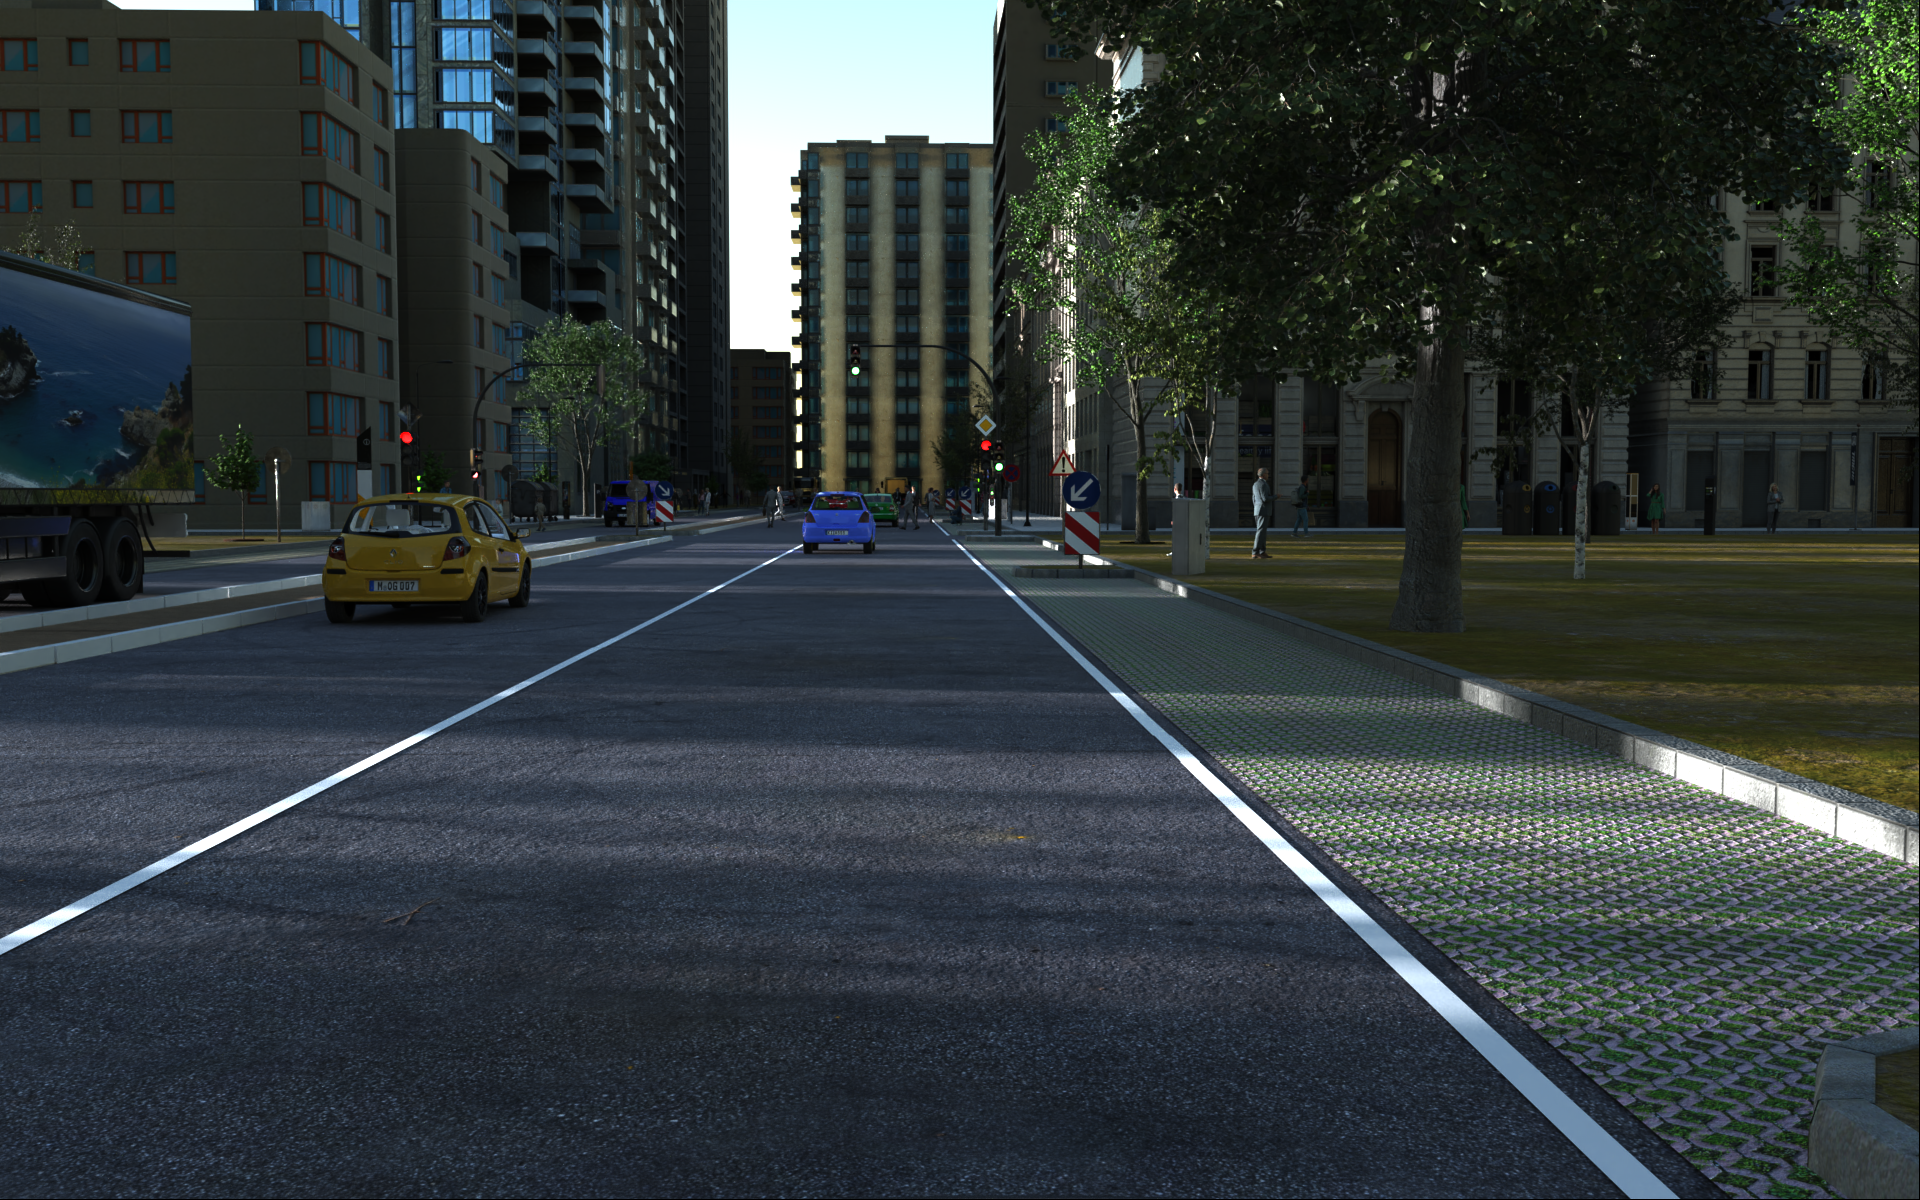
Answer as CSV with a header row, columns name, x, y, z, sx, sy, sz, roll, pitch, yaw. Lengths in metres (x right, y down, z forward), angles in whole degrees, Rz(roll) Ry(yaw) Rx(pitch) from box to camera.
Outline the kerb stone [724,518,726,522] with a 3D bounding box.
name,x,y,z,sx,sy,sz,roll,pitch,yaw
kerb stone,-12.171,-4.046,88.346,0.120,0.150,1.000,0,4,-2

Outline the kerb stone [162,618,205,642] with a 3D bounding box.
name,x,y,z,sx,sy,sz,roll,pitch,yaw
kerb stone,-7.776,0.308,17.171,0.120,0.150,1.000,0,4,-2

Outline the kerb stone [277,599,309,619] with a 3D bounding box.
name,x,y,z,sx,sy,sz,roll,pitch,yaw
kerb stone,-7.874,0.119,20.247,0.120,0.150,1.000,0,4,-2

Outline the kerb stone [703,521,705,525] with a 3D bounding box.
name,x,y,z,sx,sy,sz,roll,pitch,yaw
kerb stone,-11.867,-3.483,79.136,0.120,0.150,1.000,0,4,-2

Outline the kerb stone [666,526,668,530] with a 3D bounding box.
name,x,y,z,sx,sy,sz,roll,pitch,yaw
kerb stone,-11.479,-2.725,66.829,0.120,0.150,1.000,0,4,-2

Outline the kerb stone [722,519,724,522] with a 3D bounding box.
name,x,y,z,sx,sy,sz,roll,pitch,yaw
kerb stone,-12.137,-3.976,87.325,0.120,0.150,1.000,0,4,-2

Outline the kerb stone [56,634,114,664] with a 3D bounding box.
name,x,y,z,sx,sy,sz,roll,pitch,yaw
kerb stone,-7.704,0.433,15.129,0.120,0.150,1.000,0,4,-2

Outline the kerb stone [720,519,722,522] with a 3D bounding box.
name,x,y,z,sx,sy,sz,roll,pitch,yaw
kerb stone,-12.104,-3.921,86.303,0.120,0.150,1.000,0,4,-2

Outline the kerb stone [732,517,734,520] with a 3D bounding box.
name,x,y,z,sx,sy,sz,roll,pitch,yaw
kerb stone,-12.304,-4.292,92.458,0.120,0.150,1.000,0,4,-2

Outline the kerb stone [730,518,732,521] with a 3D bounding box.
name,x,y,z,sx,sy,sz,roll,pitch,yaw
kerb stone,-12.279,-4.235,91.431,0.120,0.150,1.000,0,4,-2

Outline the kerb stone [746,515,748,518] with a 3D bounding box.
name,x,y,z,sx,sy,sz,roll,pitch,yaw
kerb stone,-12.563,-4.798,100.639,0.120,0.150,1.000,0,4,-2

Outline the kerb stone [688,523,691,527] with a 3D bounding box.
name,x,y,z,sx,sy,sz,roll,pitch,yaw
kerb stone,-11.706,-3.169,74.004,0.120,0.150,1.000,0,4,-2

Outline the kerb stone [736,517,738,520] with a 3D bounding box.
name,x,y,z,sx,sy,sz,roll,pitch,yaw
kerb stone,-12.374,-4.421,94.502,0.120,0.150,1.000,0,4,-2

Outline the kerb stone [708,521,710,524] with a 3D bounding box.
name,x,y,z,sx,sy,sz,roll,pitch,yaw
kerb stone,-11.947,-3.608,81.187,0.120,0.150,1.000,0,4,-2

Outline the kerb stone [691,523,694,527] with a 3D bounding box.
name,x,y,z,sx,sy,sz,roll,pitch,yaw
kerb stone,-11.740,-3.231,75.026,0.120,0.150,1.000,0,4,-2

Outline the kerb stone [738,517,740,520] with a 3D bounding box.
name,x,y,z,sx,sy,sz,roll,pitch,yaw
kerb stone,-12.405,-4.485,95.525,0.120,0.150,1.000,0,4,-2

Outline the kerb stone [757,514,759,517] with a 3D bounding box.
name,x,y,z,sx,sy,sz,roll,pitch,yaw
kerb stone,-12.799,-5.237,107.825,0.120,0.150,1.000,0,4,-2

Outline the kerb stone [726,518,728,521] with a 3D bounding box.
name,x,y,z,sx,sy,sz,roll,pitch,yaw
kerb stone,-12.209,-4.108,89.371,0.120,0.150,1.000,0,4,-2

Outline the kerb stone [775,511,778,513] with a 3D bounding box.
name,x,y,z,sx,sy,sz,roll,pitch,yaw
kerb stone,-13.327,-6.238,124.187,0.120,0.150,1.000,0,4,-2

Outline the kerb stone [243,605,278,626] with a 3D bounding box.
name,x,y,z,sx,sy,sz,roll,pitch,yaw
kerb stone,-7.844,0.182,19.220,0.120,0.150,1.000,0,4,-2

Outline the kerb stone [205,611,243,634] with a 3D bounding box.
name,x,y,z,sx,sy,sz,roll,pitch,yaw
kerb stone,-7.812,0.248,18.198,0.120,0.150,1.000,0,4,-2

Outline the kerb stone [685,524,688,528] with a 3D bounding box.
name,x,y,z,sx,sy,sz,roll,pitch,yaw
kerb stone,-11.677,-3.106,72.980,0.120,0.150,1.000,0,4,-2

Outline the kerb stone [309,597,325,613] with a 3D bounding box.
name,x,y,z,sx,sy,sz,roll,pitch,yaw
kerb stone,-7.904,0.062,21.269,0.120,0.150,1.000,0,4,-2

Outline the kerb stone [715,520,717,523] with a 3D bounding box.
name,x,y,z,sx,sy,sz,roll,pitch,yaw
kerb stone,-12.040,-3.796,84.257,0.120,0.150,1.000,0,4,-2

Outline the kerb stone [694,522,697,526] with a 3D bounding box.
name,x,y,z,sx,sy,sz,roll,pitch,yaw
kerb stone,-11.776,-3.293,76.057,0.120,0.150,1.000,0,4,-2

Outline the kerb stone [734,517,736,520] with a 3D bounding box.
name,x,y,z,sx,sy,sz,roll,pitch,yaw
kerb stone,-12.335,-4.360,93.480,0.120,0.150,1.000,0,4,-2

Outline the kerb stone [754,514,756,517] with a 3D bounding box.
name,x,y,z,sx,sy,sz,roll,pitch,yaw
kerb stone,-12.734,-5.112,105.768,0.120,0.150,1.000,0,4,-2

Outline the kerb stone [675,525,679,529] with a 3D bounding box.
name,x,y,z,sx,sy,sz,roll,pitch,yaw
kerb stone,-11.581,-2.918,69.900,0.120,0.150,1.000,0,4,-2

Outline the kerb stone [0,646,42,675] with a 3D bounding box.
name,x,y,z,sx,sy,sz,roll,pitch,yaw
kerb stone,-7.682,0.495,14.105,0.120,0.150,1.000,0,4,-2

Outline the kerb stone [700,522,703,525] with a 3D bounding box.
name,x,y,z,sx,sy,sz,roll,pitch,yaw
kerb stone,-11.834,-3.420,78.114,0.120,0.150,1.000,0,4,-2

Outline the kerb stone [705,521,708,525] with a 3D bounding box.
name,x,y,z,sx,sy,sz,roll,pitch,yaw
kerb stone,-11.908,-3.546,80.166,0.120,0.150,1.000,0,4,-2

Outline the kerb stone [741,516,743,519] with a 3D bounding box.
name,x,y,z,sx,sy,sz,roll,pitch,yaw
kerb stone,-12.468,-4.610,97.569,0.120,0.150,1.000,0,4,-2

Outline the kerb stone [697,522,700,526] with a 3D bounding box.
name,x,y,z,sx,sy,sz,roll,pitch,yaw
kerb stone,-11.812,-3.357,77.078,0.120,0.150,1.000,0,4,-2

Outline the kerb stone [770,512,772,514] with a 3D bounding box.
name,x,y,z,sx,sy,sz,roll,pitch,yaw
kerb stone,-13.159,-5.925,119.078,0.120,0.150,1.000,0,4,-2

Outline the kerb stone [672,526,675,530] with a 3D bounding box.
name,x,y,z,sx,sy,sz,roll,pitch,yaw
kerb stone,-11.544,-2.855,68.876,0.120,0.150,1.000,0,4,-2

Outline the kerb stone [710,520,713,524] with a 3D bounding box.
name,x,y,z,sx,sy,sz,roll,pitch,yaw
kerb stone,-11.981,-3.671,82.209,0.120,0.150,1.000,0,4,-2

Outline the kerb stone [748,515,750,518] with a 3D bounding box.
name,x,y,z,sx,sy,sz,roll,pitch,yaw
kerb stone,-12.605,-4.858,101.668,0.120,0.150,1.000,0,4,-2

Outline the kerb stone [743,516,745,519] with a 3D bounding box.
name,x,y,z,sx,sy,sz,roll,pitch,yaw
kerb stone,-12.507,-4.671,98.591,0.120,0.150,1.000,0,4,-2

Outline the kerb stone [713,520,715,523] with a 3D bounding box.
name,x,y,z,sx,sy,sz,roll,pitch,yaw
kerb stone,-12.007,-3.733,83.236,0.120,0.150,1.000,0,4,-2

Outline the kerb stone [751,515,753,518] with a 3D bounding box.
name,x,y,z,sx,sy,sz,roll,pitch,yaw
kerb stone,-12.668,-4.986,103.725,0.120,0.150,1.000,0,4,-2

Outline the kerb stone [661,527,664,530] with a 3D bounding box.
name,x,y,z,sx,sy,sz,roll,pitch,yaw
kerb stone,-11.443,-2.667,65.806,0.120,0.150,1.000,0,4,-2

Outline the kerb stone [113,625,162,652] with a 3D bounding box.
name,x,y,z,sx,sy,sz,roll,pitch,yaw
kerb stone,-7.738,0.370,16.150,0.120,0.150,1.000,0,4,-2

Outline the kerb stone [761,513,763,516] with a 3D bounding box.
name,x,y,z,sx,sy,sz,roll,pitch,yaw
kerb stone,-12.898,-5.425,110.897,0.120,0.150,1.000,0,4,-2

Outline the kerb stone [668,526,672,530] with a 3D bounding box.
name,x,y,z,sx,sy,sz,roll,pitch,yaw
kerb stone,-11.513,-2.790,67.855,0.120,0.150,1.000,0,4,-2

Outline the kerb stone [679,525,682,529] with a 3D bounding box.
name,x,y,z,sx,sy,sz,roll,pitch,yaw
kerb stone,-11.611,-2.978,70.922,0.120,0.150,1.000,0,4,-2

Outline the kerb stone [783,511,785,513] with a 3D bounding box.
name,x,y,z,sx,sy,sz,roll,pitch,yaw
kerb stone,-13.562,-6.676,131.347,0.120,0.150,1.000,0,4,-2

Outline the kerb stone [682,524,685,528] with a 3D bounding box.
name,x,y,z,sx,sy,sz,roll,pitch,yaw
kerb stone,-11.642,-3.043,71.954,0.120,0.150,1.000,0,4,-2

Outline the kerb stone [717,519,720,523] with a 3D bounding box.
name,x,y,z,sx,sy,sz,roll,pitch,yaw
kerb stone,-12.072,-3.858,85.281,0.120,0.150,1.000,0,4,-2

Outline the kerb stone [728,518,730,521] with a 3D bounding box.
name,x,y,z,sx,sy,sz,roll,pitch,yaw
kerb stone,-12.233,-4.172,90.410,0.120,0.150,1.000,0,4,-2

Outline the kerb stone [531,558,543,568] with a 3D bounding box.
name,x,y,z,sx,sy,sz,roll,pitch,yaw
kerb stone,-8.301,-0.695,33.551,0.120,0.150,1.000,0,4,-2
